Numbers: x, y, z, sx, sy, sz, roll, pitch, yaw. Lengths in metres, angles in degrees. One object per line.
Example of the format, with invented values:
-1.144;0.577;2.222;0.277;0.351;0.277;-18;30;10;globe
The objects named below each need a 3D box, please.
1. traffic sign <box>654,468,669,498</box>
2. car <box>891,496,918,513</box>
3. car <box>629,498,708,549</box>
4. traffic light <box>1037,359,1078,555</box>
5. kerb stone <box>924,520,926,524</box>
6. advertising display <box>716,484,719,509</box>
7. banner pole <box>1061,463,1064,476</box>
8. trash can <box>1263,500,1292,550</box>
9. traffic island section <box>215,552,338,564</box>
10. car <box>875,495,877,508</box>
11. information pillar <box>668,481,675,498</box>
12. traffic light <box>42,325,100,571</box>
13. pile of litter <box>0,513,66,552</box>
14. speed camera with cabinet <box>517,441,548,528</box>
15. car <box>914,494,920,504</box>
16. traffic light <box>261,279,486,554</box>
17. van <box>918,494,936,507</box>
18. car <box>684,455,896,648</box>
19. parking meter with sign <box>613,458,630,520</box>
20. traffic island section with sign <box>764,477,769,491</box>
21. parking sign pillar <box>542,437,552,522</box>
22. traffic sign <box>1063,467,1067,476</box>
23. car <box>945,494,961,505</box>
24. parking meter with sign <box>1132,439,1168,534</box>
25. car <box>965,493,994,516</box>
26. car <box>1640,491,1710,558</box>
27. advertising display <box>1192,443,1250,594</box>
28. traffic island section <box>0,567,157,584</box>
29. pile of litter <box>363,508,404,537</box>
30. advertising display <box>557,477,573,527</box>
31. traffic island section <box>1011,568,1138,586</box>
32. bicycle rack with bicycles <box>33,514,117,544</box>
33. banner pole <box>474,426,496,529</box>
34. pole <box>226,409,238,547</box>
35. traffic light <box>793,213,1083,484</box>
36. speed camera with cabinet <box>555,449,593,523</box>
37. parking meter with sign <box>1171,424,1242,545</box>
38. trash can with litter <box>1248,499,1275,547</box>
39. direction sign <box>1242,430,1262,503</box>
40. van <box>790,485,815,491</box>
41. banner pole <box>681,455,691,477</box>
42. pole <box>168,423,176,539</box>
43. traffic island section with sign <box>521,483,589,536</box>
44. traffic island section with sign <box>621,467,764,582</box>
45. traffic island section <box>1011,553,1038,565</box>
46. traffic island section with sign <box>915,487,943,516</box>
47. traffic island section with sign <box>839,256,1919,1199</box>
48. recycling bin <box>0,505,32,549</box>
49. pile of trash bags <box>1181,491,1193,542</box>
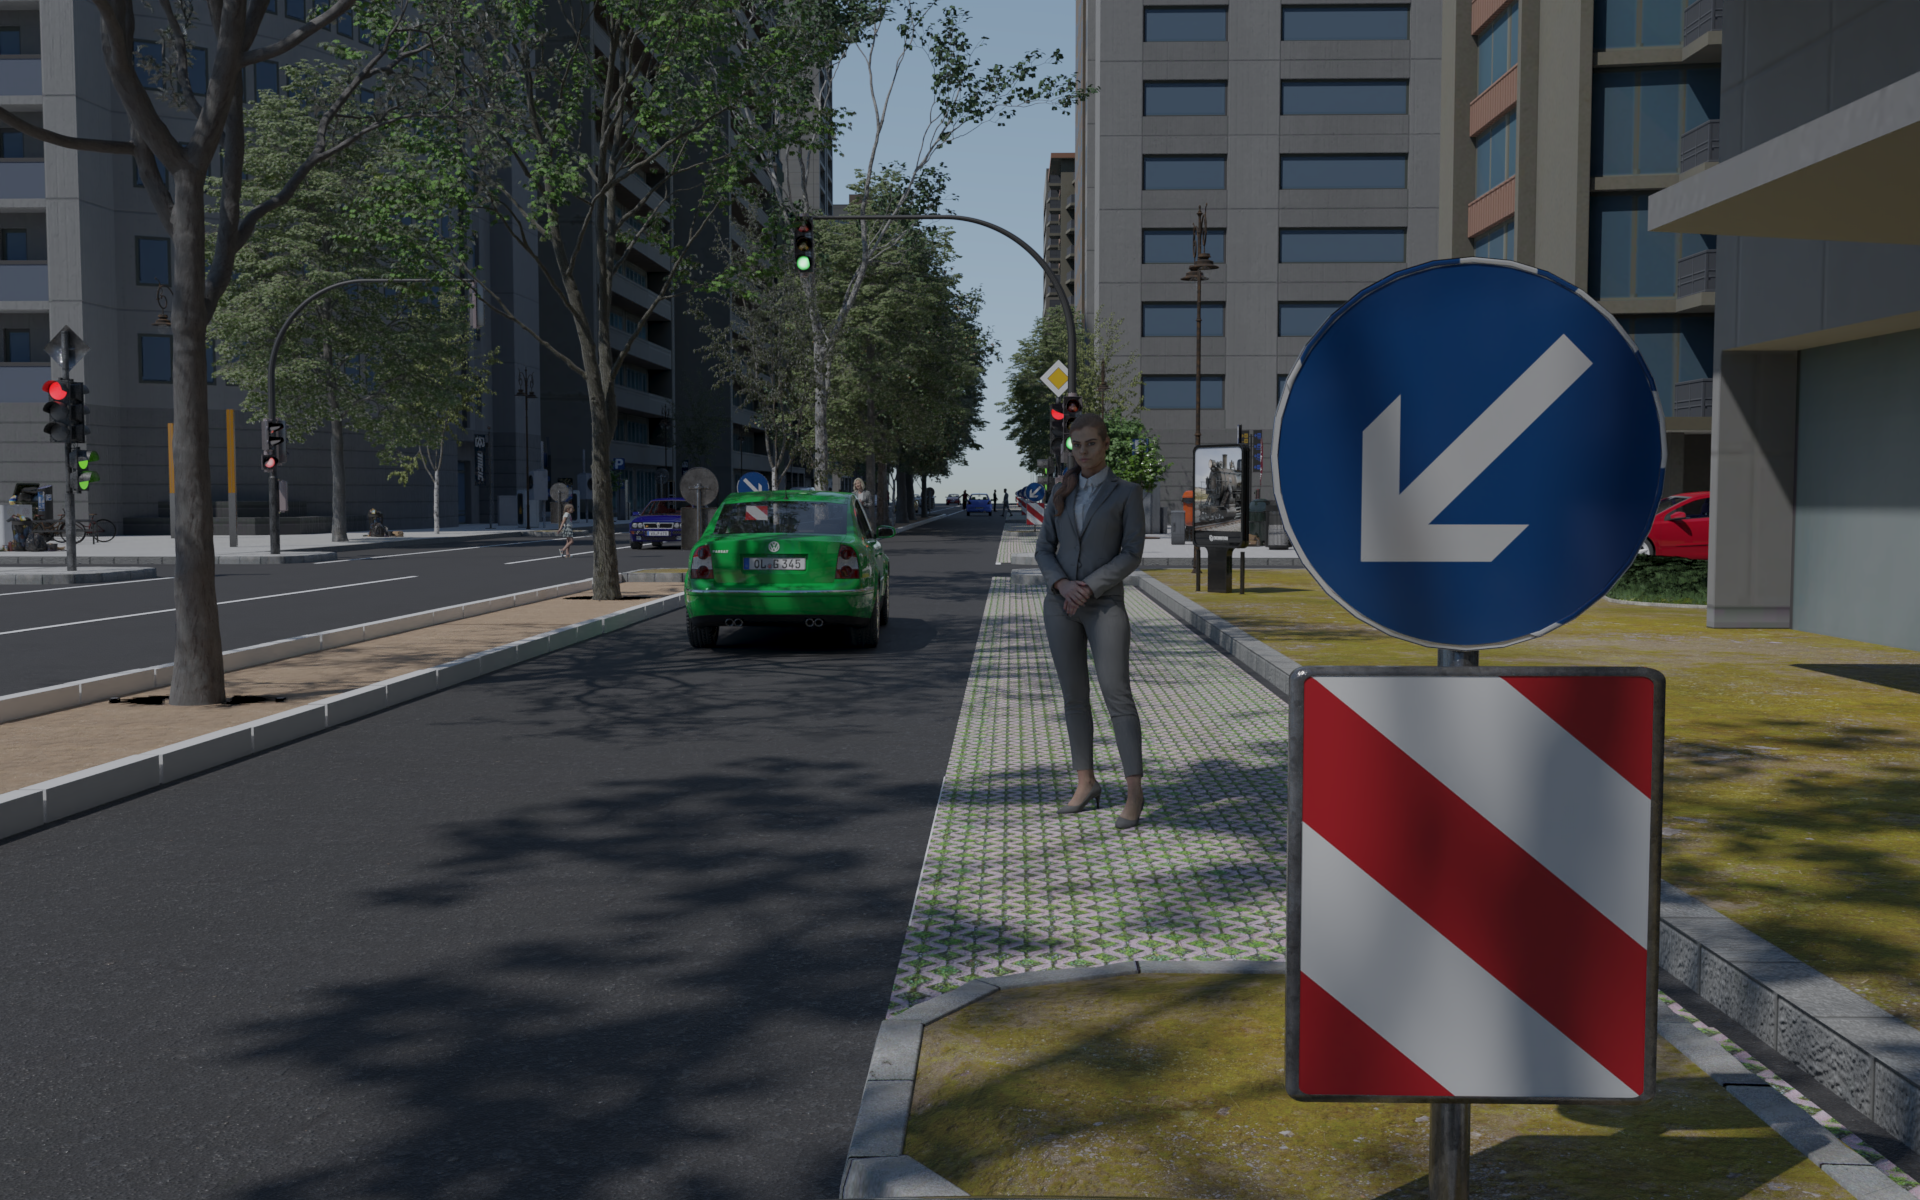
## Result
-14.799;-5.249;85.933;0.768;2.556;0.104;1;4;9;traffic sign
-4.103;-7.349;130.376;2.015;1.641;3.980;0;4;3;car
-7.645;-2.056;46.193;1.945;1.354;3.894;0;4;2;car
2.040;-2.897;36.285;0.839;4.253;0.868;0;4;2;traffic light
-1.816;-3.618;81.344;0.120;0.150;1.000;0;4;2;kerb stone
-15.502;-6.455;110.760;0.123;1.923;0.974;0;4;-6;advertising display
5.342;-6.165;90.822;0.401;3.779;0.863;-1;4;-10;banner pole
7.329;-1.721;39.795;0.748;1.137;0.748;0;3;0;trash can
-14.604;-0.894;36.901;2.009;0.180;2.903;0;4;2;traffic island section
-7.789;-9.014;159.746;2.083;1.381;4.827;0;4;4;car
-16.100;-5.643;96.756;0.304;2.012;0.304;0;4;5;information pillar
-14.804;-2.438;28.784;0.839;4.253;0.868;0;4;2;traffic light
-20.883;-1.521;38.830;1.719;0.858;1.176;2;4;25;pile of litter
-16.210;-4.357;65.579;0.660;3.252;2.038;-2;4;-32;speed camera with cabinet
-6.001;-13.347;228.006;2.009;1.686;4.222;0;4;0;car
-12.471;-3.796;36.738;4.771;5.953;1.251;0;4;2;traffic light
-3.551;-11.000;186.863;2.013;2.044;4.112;0;4;1;van
-1.648;-0.535;17.541;1.959;1.807;4.718;0;3;0;car
-16.528;-5.420;84.878;0.543;3.016;1.738;0;3;0;parking meter with sign
-4.226;-1.719;36.246;2.006;1.907;1.989;0;4;2;traffic island section with sign
-19.343;-5.654;80.912;1.447;3.967;1.447;-1;4;-16;parking sign pillar
5.027;-4.789;78.404;0.768;2.556;0.104;0;4;6;traffic sign
-0.840;-13.250;225.672;2.155;1.783;4.494;0;4;4;car
6.122;-3.619;55.424;0.543;3.016;1.738;2;4;30;parking meter with sign
1.271;-6.419;114.539;1.945;1.707;3.694;0;4;1;car
13.748;-1.442;32.611;4.494;1.783;2.155;0;4;3;car
3.377;-1.055;22.461;0.123;1.923;0.974;-2;4;-33;advertising display
-14.844;-0.406;28.920;2.009;0.180;2.903;0;4;2;traffic island section
-17.331;-2.331;52.072;1.176;0.858;1.719;-2;4;-23;pile of litter
-15.439;-3.827;67.777;0.123;1.923;0.974;1;4;18;advertising display
1.840;-0.375;28.416;2.009;0.180;2.903;0;4;2;traffic island section
-23.408;-1.908;44.576;2.925;0.926;2.852;-1;4;-22;bicycle rack with bicycles
-17.510;-4.510;63.755;0.401;3.779;0.863;3;5;44;banner pole
-17.591;-2.937;41.857;0.158;3.312;0.155;0;3;0;pole
-0.293;-3.276;28.224;4.771;5.953;1.251;0;4;2;traffic light
-16.875;-5.003;76.142;0.660;3.252;2.038;2;4;32;speed camera with cabinet
6.199;-2.898;43.635;1.738;3.016;0.543;0;4;5;parking meter with sign
7.313;-1.900;42.445;0.624;1.170;1.055;2;4;25;trash can with litter
10.306;-4.244;61.379;0.876;3.537;0.379;3;5;42;direction sign
-9.241;-5.711;100.390;2.013;2.044;4.112;0;4;2;van
-17.620;-7.459;111.970;0.863;3.779;0.401;1;4;10;banner pole
-22.695;-3.432;49.965;0.158;3.312;0.155;0;3;0;pole
-13.920;-3.130;59.796;1.989;1.847;2.006;0;4;2;traffic island section with sign
-4.457;-1.266;28.843;2.006;1.907;1.989;0;4;2;traffic island section with sign
2.079;-0.863;36.397;2.009;0.180;2.903;0;4;2;traffic island section
-1.981;-6.313;111.352;2.006;1.907;1.989;0;4;2;traffic island section with sign
0.775;0.301;3.705;1.989;1.847;2.006;0;4;2;traffic island section with sign
-22.254;-1.713;40.557;0.722;1.027;0.722;2;4;31;recycling bin
6.803;-2.257;46.659;1.912;1.369;3.447;2;4;30;pile of trash bags
